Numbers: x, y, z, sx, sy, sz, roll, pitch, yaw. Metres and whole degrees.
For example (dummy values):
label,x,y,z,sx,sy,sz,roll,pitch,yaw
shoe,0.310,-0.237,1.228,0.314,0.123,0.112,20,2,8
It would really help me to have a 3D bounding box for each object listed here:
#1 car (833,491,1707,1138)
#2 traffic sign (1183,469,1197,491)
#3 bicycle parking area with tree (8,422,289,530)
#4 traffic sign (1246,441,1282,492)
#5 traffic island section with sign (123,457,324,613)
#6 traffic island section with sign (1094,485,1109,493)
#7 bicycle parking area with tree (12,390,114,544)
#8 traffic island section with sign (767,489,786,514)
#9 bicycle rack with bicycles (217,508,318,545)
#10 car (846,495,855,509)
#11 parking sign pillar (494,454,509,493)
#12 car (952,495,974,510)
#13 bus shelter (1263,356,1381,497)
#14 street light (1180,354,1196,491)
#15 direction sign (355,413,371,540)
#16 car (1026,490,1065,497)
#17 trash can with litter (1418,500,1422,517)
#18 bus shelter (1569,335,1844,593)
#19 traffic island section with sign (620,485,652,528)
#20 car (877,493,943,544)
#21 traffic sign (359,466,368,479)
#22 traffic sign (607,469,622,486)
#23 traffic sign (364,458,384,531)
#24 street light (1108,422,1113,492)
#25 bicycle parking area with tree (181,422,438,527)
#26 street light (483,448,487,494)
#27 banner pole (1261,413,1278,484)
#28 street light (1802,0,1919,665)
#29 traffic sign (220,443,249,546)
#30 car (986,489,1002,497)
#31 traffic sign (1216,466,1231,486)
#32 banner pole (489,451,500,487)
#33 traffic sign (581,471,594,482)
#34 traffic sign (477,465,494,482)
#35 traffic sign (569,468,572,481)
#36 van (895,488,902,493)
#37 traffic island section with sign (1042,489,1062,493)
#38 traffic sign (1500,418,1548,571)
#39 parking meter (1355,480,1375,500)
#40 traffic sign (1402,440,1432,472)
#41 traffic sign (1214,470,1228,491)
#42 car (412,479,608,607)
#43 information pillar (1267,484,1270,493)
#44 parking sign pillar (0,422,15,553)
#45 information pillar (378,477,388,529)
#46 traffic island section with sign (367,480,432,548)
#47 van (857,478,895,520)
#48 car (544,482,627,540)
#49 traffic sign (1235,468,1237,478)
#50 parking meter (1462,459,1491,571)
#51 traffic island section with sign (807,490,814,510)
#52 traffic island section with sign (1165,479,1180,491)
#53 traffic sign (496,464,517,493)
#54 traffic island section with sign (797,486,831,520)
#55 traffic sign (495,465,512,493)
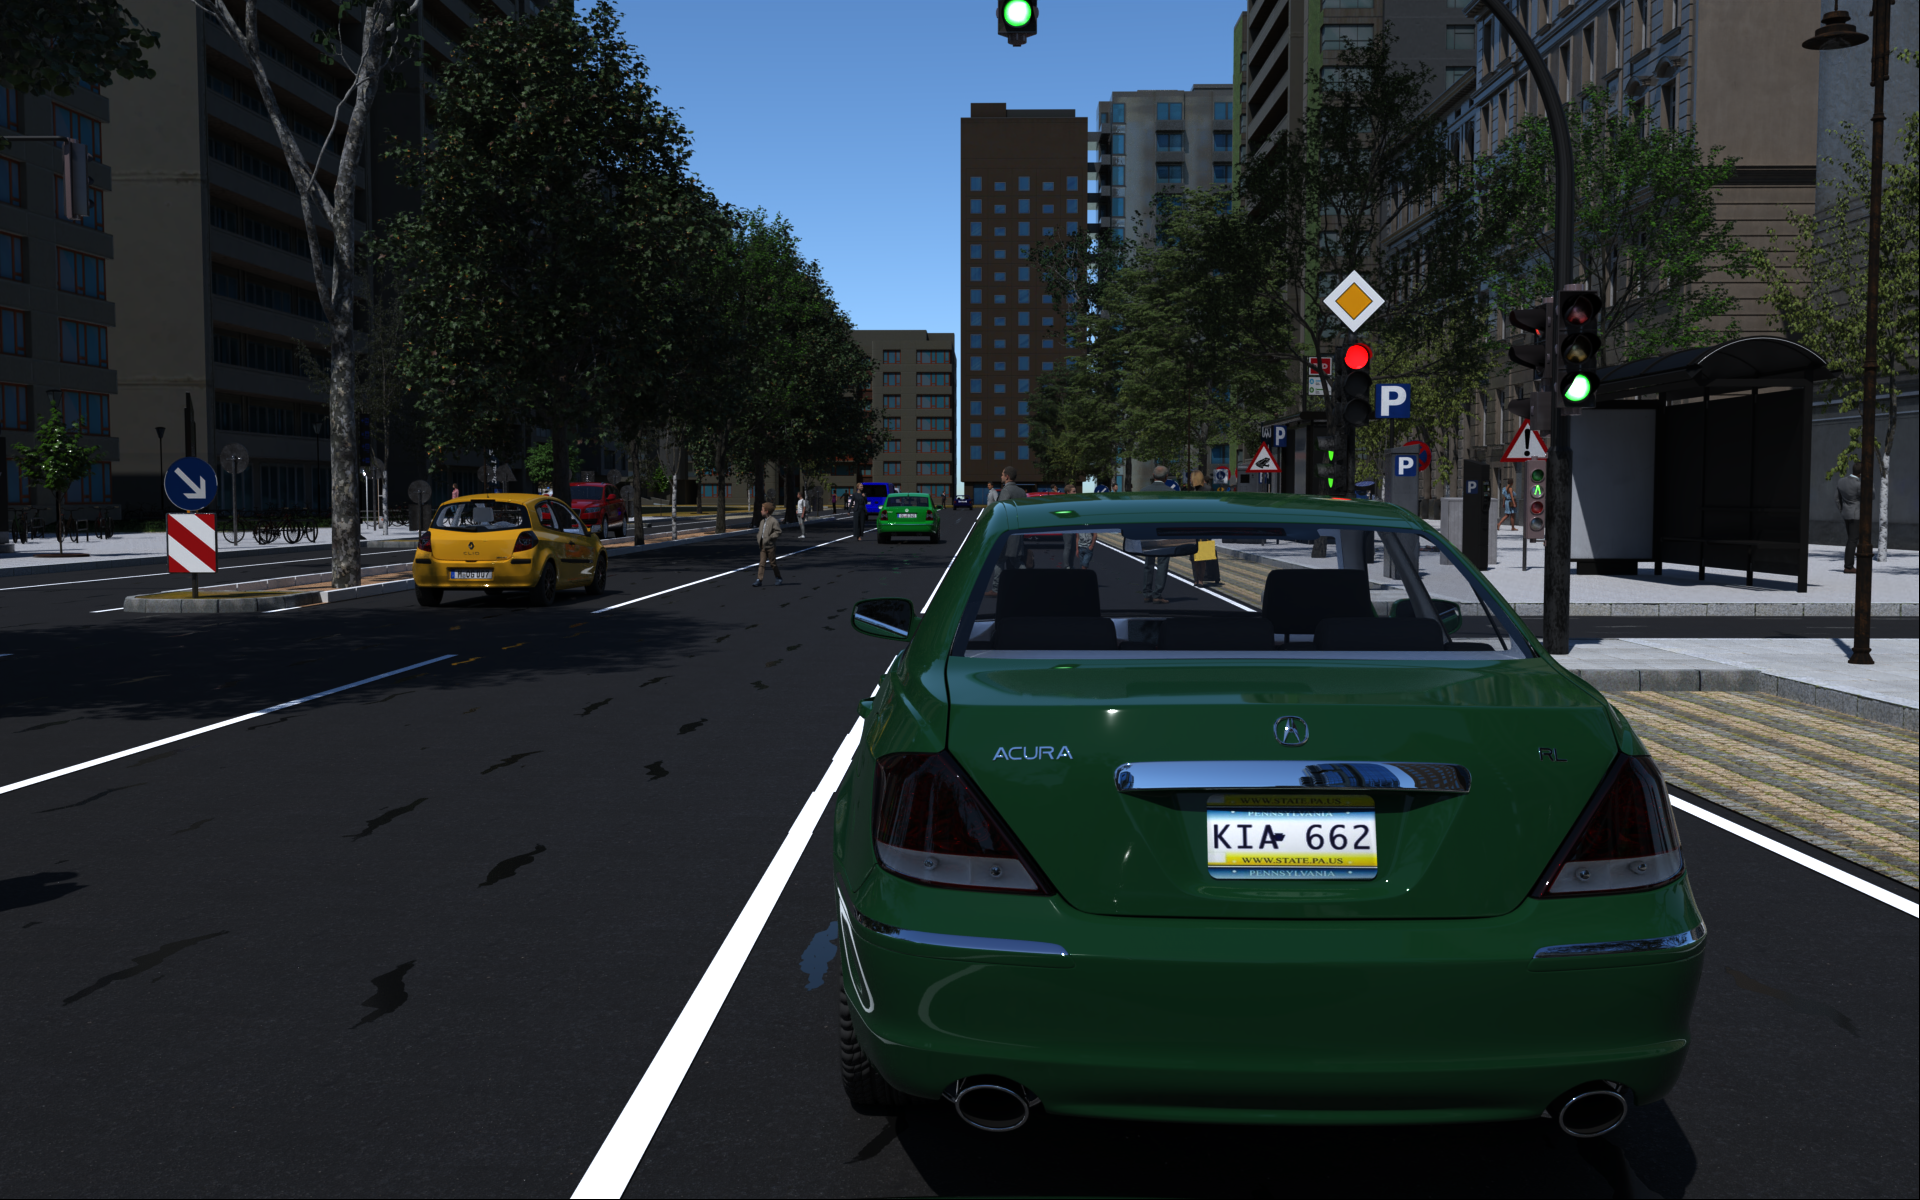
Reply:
label,x,y,z,sx,sy,sz,roll,pitch,yaw
car,0.665,0.387,5.470,2.131,1.459,4.920,0,4,2
traffic sign,9.228,-4.120,69.493,0.606,2.300,0.079,1,4,11
bicycle parking area with tree,-34.406,-5.173,71.583,9.016,4.147,8.231,1,4,15
traffic sign,7.487,-2.614,42.747,0.884,2.594,0.081,1,4,10
traffic island section with sign,-9.397,-0.839,21.848,2.006,1.907,1.989,0,4,1
traffic island section with sign,5.907,-4.005,74.106,1.989,1.847,2.006,0,4,1
bicycle parking area with tree,-27.325,-3.653,46.728,8.231,4.147,9.016,0,4,-5
traffic island section with sign,-13.497,-7.062,124.087,1.989,1.847,2.006,0,4,1
bicycle rack with bicycles,-17.987,-1.949,45.254,2.852,0.926,2.925,2,4,28
car,-10.307,-9.743,171.661,2.083,1.381,4.827,0,4,1
parking sign pillar,-20.609,-5.462,77.777,1.447,3.967,1.447,0,4,-3
car,0.266,-8.712,155.023,1.945,1.354,3.894,0,4,1
bus shelter,9.734,-4.308,48.072,2.179,5.291,8.768,0,4,1
street light,7.584,-5.171,57.336,0.468,5.910,1.993,0,4,1
direction sign,-16.899,-3.464,48.632,0.379,3.537,0.876,2,4,30
car,2.331,-2.321,46.981,2.155,1.783,4.494,0,4,0
trash can with litter,10.279,-1.703,38.898,1.678,1.210,2.233,-1,4,-19
bus shelter,10.299,-1.895,24.903,2.014,3.302,5.546,0,4,1
traffic island section with sign,-14.404,-4.047,74.803,1.989,1.847,2.006,0,4,1
car,-1.491,-2.604,51.368,1.959,1.807,4.718,0,4,0
traffic sign,-21.587,-3.871,63.021,0.795,2.593,0.064,0,4,2
traffic sign,-17.518,-5.360,87.742,0.768,2.556,0.104,0,4,8
traffic sign,-20.500,-3.700,60.607,0.768,2.556,0.104,0,4,5
street light,8.405,-7.570,96.557,0.468,5.910,1.993,0,4,1
bicycle parking area with tree,-25.475,-5.174,71.596,9.016,4.147,8.231,1,4,12
street light,-16.965,-5.446,61.825,0.468,5.910,1.993,0,4,1
banner pole,9.516,-3.862,53.155,0.863,3.779,0.401,-2,4,-33
street light,6.825,-2.456,12.939,0.468,5.910,1.993,0,4,1
traffic sign,-18.030,-2.626,43.038,0.768,2.556,0.104,0,4,6
car,3.209,-7.720,134.899,2.281,1.827,5.304,0,4,0
traffic sign,11.877,-4.792,78.453,0.768,2.556,0.104,0,4,5
banner pole,-20.772,-5.298,76.635,0.863,3.779,0.401,0,4,-3
traffic sign,-16.684,-4.617,77.621,0.606,2.300,0.079,1,4,9
traffic sign,-20.820,-4.644,76.033,0.768,2.556,0.104,0,4,6
traffic sign,-17.897,-4.779,78.248,0.768,2.556,0.104,0,4,6
van,-4.624,-6.742,117.242,2.013,2.044,4.112,0,4,1
traffic island section with sign,6.815,-7.052,123.926,1.989,1.847,2.006,0,4,1
traffic sign,9.412,-1.762,28.810,0.884,2.594,0.081,0,4,4
parking meter,7.482,-1.446,32.052,0.372,1.533,0.369,0,3,0
traffic sign,10.759,-2.502,41.012,0.768,2.556,0.104,0,4,6
traffic sign,10.795,-4.259,71.757,0.606,2.300,0.079,0,4,6
car,-5.996,-0.813,23.510,2.015,1.641,3.980,0,4,3
information pillar,10.383,-3.340,59.097,0.304,2.012,0.304,0,4,-1
parking sign pillar,-21.390,-3.003,37.576,1.447,3.967,1.447,1,4,20
information pillar,-21.441,-3.661,64.352,0.304,2.012,0.304,0,4,-8
traffic island section with sign,-14.907,-2.368,47.349,1.989,1.847,2.006,0,4,1
van,-4.524,-5.531,94.823,2.240,2.365,5.245,0,4,2
car,-11.815,-2.799,54.433,2.281,1.827,5.304,0,4,0
traffic sign,11.900,-4.437,72.652,0.768,2.556,0.104,0,4,4
parking meter,8.621,-1.419,28.913,0.255,1.863,0.399,-3,5,-41
traffic island section with sign,-13.011,-8.722,151.232,1.989,1.847,2.006,0,4,1
traffic island section with sign,5.404,-2.319,46.537,1.989,1.847,2.006,0,4,1
traffic sign,-18.435,-4.304,70.366,0.884,2.594,0.081,1,4,9
traffic island section with sign,-8.033,-5.434,96.974,2.006,1.907,1.989,0,4,1
traffic sign,-19.985,-4.634,75.877,0.768,2.556,0.104,0,4,6
